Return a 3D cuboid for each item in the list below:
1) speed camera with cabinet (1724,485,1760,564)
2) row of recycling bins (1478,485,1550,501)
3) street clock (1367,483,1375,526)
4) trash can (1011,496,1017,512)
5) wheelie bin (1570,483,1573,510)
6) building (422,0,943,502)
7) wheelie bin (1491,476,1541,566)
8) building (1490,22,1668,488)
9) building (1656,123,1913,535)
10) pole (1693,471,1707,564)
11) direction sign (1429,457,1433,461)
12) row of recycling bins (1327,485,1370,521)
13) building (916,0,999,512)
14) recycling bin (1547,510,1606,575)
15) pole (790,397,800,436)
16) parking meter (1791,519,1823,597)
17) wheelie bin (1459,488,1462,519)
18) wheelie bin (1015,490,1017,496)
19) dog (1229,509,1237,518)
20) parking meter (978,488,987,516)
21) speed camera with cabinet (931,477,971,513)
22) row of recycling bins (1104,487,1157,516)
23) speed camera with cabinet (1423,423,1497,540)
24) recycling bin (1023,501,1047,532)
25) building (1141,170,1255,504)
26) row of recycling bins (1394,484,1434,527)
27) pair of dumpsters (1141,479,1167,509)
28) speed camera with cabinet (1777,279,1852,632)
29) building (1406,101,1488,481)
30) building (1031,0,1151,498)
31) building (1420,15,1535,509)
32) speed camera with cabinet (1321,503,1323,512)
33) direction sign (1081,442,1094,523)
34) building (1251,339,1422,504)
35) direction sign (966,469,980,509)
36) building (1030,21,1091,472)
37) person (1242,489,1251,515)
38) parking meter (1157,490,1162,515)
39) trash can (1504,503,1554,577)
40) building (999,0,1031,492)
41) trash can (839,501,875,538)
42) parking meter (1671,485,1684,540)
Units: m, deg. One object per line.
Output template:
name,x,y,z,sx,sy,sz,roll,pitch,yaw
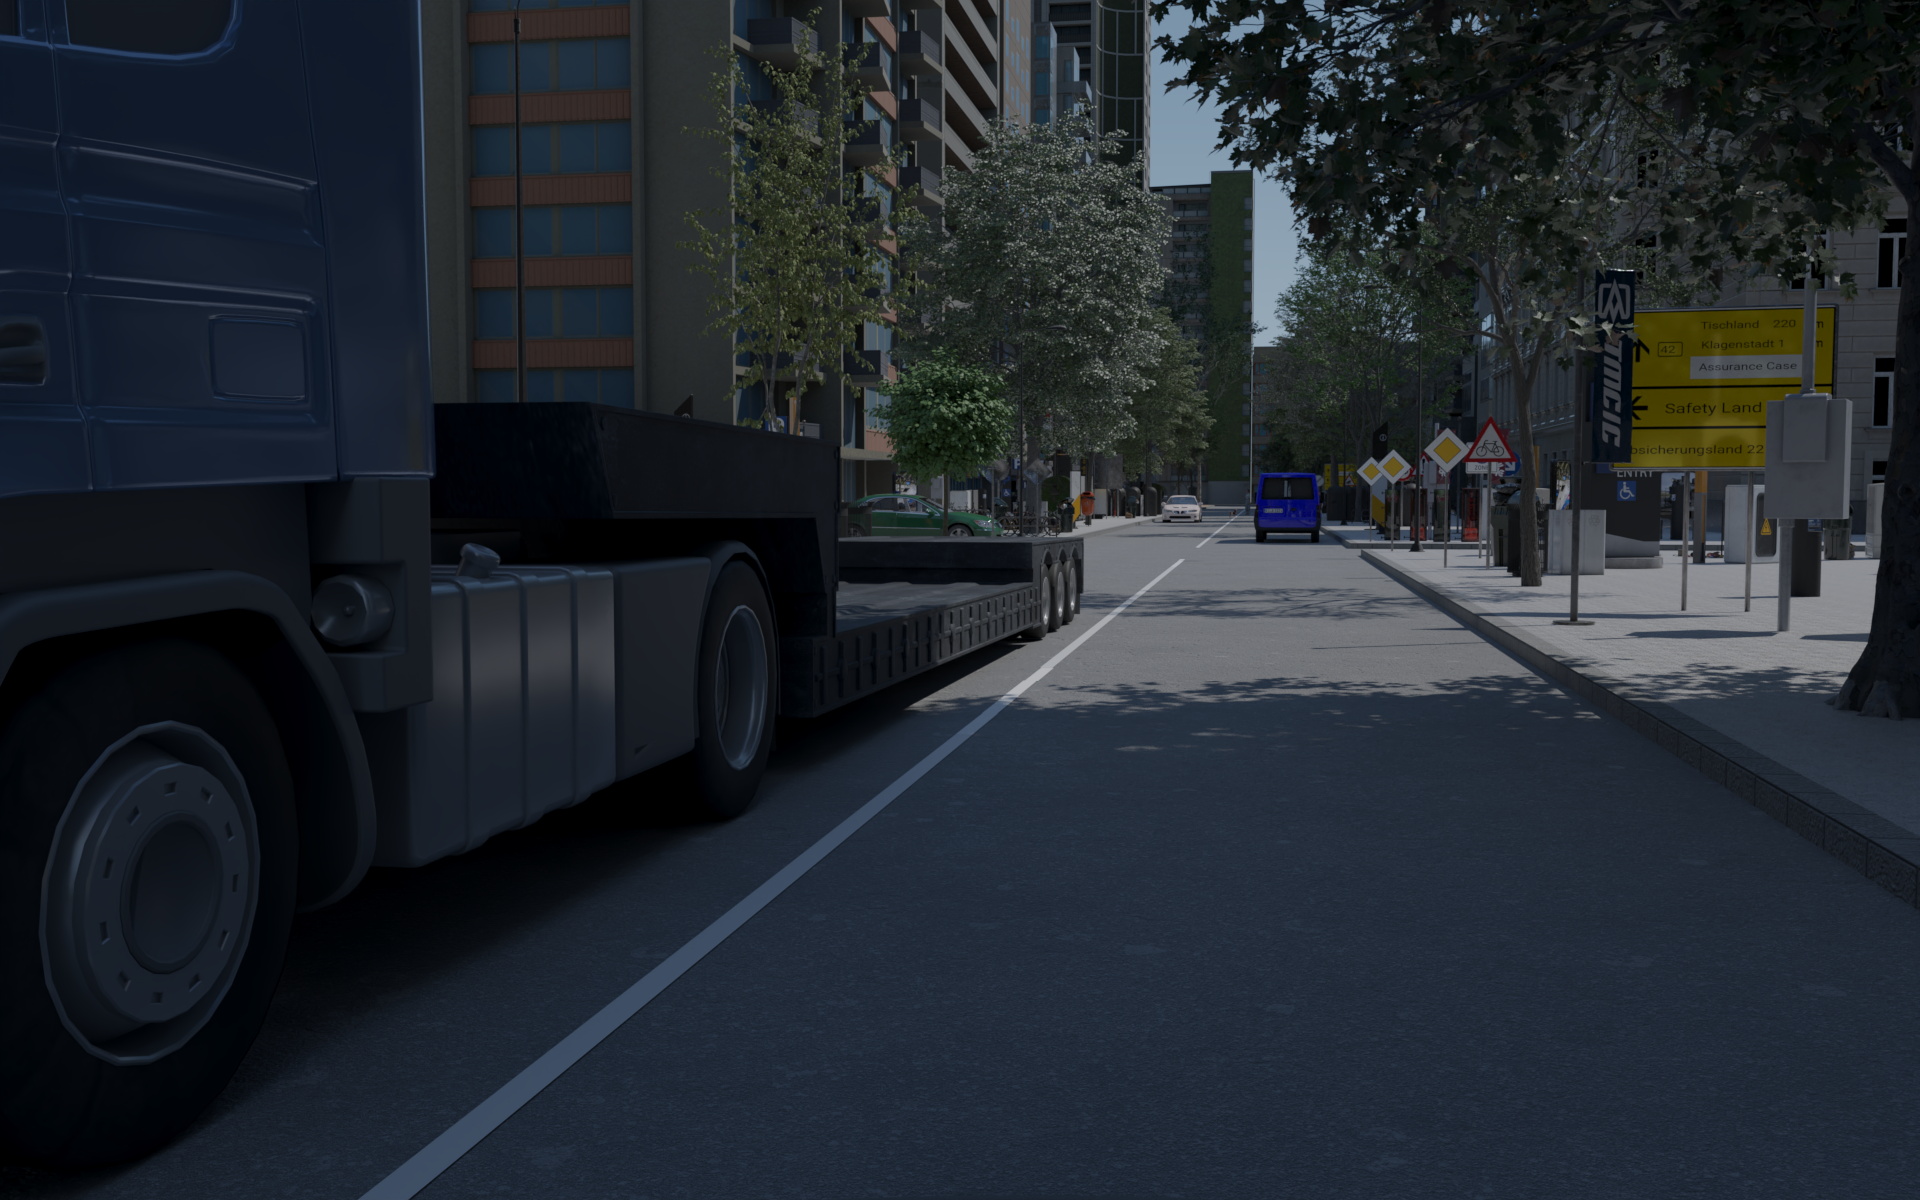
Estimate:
speed camera with cabinet,15.119,-2.319,32.245,2.038,3.252,0.660,-2,4,-32
row of recycling bins,24.505,-4.227,76.220,3.534,1.692,1.069,0,4,3
street clock,16.595,-3.985,69.722,0.358,2.002,0.471,3,5,40
trash can,3.568,-6.297,114.606,0.748,1.137,0.748,0,3,0
wheelie bin,17.406,-2.487,48.572,0.980,1.594,0.693,1,4,14
building,-12.958,-25.710,74.981,22.147,44.769,28.867,1,4,10
wheelie bin,9.832,-1.393,30.684,0.693,1.594,0.980,-2,4,-34
building,40.119,-19.453,94.476,17.030,29.872,44.131,1,4,10
building,37.676,-15.932,57.749,25.104,27.353,12.463,1,4,10
pole,13.673,-2.330,31.946,0.158,3.312,0.155,0,3,0
direction sign,25.815,-6.304,95.070,0.379,3.537,0.876,0,4,3
row of recycling bins,19.028,-4.714,84.188,1.069,1.692,3.534,3,5,43
building,-9.667,-29.619,107.968,21.300,48.544,21.600,1,4,10
recycling bin,9.842,-0.928,27.725,0.722,1.027,0.722,0,4,-3
pole,-3.489,-2.616,36.617,0.158,3.312,0.155,0,3,0
parking meter,10.589,-0.812,21.685,0.372,1.533,0.369,0,3,0
wheelie bin,26.217,-4.998,89.629,0.980,1.594,0.693,3,5,41
wheelie bin,4.189,-6.860,120.072,0.980,1.594,0.693,2,4,27
dog,16.533,-5.239,104.952,0.406,0.507,0.540,1,4,19
parking meter,0.970,-4.122,75.803,0.372,1.533,0.369,0,3,0
speed camera with cabinet,-0.483,-5.937,91.404,2.038,3.252,0.660,1,4,18
row of recycling bins,9.632,-5.668,99.789,3.534,1.692,1.069,1,4,18
speed camera with cabinet,13.986,-3.298,48.255,2.038,3.252,0.660,1,4,19
recycling bin,2.515,-2.836,58.928,0.722,1.027,0.722,-1,4,-21
building,30.464,-32.927,221.948,14.086,41.232,14.154,1,4,10
row of recycling bins,18.448,-3.816,69.503,1.069,1.692,3.534,2,4,31
pair of dumpsters,12.577,-6.719,112.346,1.574,2.255,4.437,1,4,10
speed camera with cabinet,8.503,-1.313,15.809,2.038,3.252,0.660,2,4,32
building,55.035,-31.264,165.787,22.147,44.769,28.867,1,4,10
building,14.006,-48.278,227.604,20.611,71.187,20.563,1,4,10
building,49.447,-50.299,135.065,22.319,86.520,31.000,1,4,10
speed camera with cabinet,26.177,-7.701,120.249,2.038,3.252,0.660,1,4,21
direction sign,5.560,-5.111,75.567,0.379,3.537,0.876,-2,4,-35
building,52.762,-23.256,225.266,28.899,21.520,27.650,1,4,10
direction sign,0.629,-5.699,85.177,0.876,3.537,0.379,-3,4,-39
building,-2.170,-34.207,178.888,30.456,49.044,23.786,1,4,10
person,19.446,-6.631,117.493,0.524,1.755,0.480,-2,4,-33
parking meter,12.223,-6.005,106.584,0.372,1.533,0.369,0,3,0
trash can,8.822,-0.932,26.898,0.748,1.137,0.748,0,3,0
building,-2.457,-29.465,131.868,14.600,45.320,14.200,1,4,10
trash can,-2.020,-1.355,33.813,0.748,1.137,0.748,0,3,0
parking meter,20.071,-2.444,48.369,0.372,1.533,0.369,0,3,0
